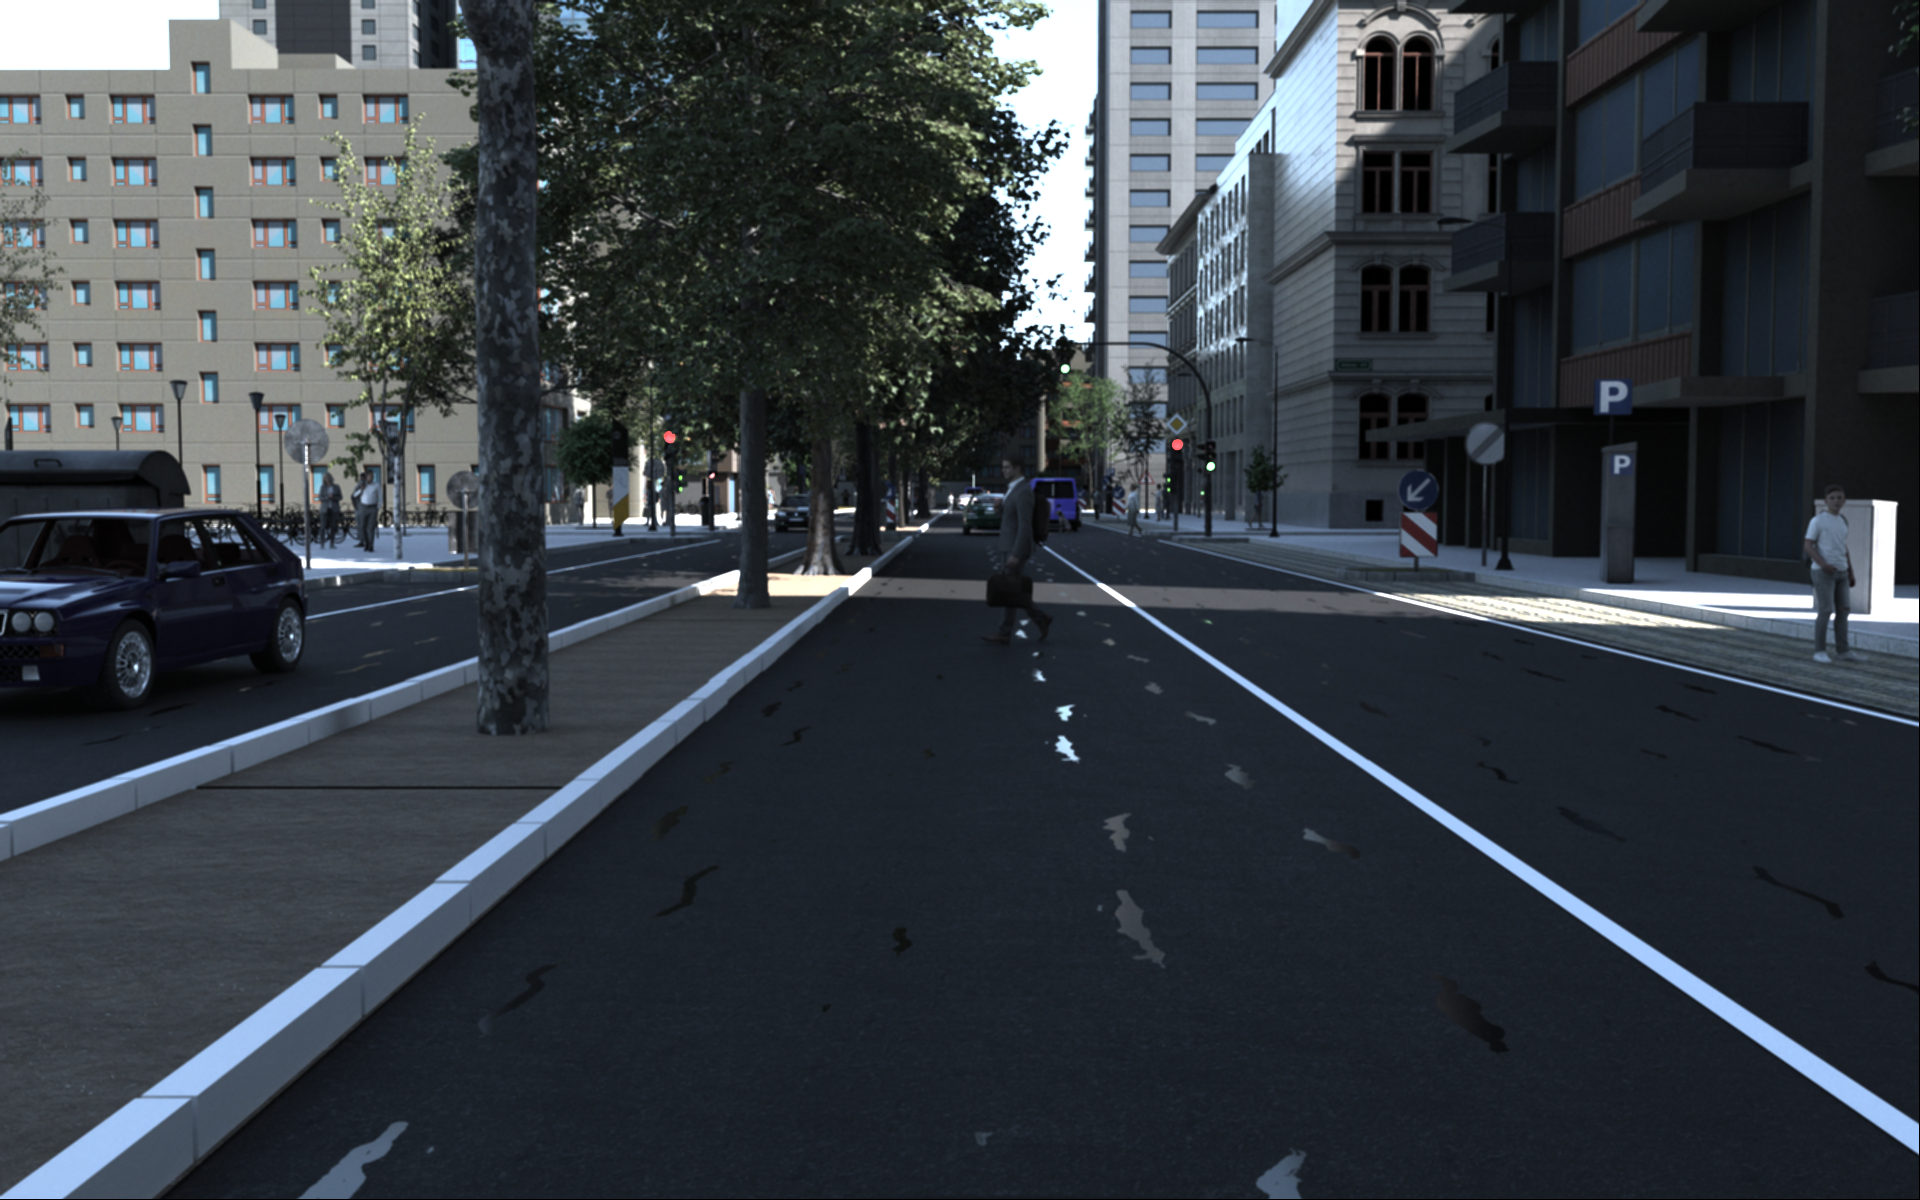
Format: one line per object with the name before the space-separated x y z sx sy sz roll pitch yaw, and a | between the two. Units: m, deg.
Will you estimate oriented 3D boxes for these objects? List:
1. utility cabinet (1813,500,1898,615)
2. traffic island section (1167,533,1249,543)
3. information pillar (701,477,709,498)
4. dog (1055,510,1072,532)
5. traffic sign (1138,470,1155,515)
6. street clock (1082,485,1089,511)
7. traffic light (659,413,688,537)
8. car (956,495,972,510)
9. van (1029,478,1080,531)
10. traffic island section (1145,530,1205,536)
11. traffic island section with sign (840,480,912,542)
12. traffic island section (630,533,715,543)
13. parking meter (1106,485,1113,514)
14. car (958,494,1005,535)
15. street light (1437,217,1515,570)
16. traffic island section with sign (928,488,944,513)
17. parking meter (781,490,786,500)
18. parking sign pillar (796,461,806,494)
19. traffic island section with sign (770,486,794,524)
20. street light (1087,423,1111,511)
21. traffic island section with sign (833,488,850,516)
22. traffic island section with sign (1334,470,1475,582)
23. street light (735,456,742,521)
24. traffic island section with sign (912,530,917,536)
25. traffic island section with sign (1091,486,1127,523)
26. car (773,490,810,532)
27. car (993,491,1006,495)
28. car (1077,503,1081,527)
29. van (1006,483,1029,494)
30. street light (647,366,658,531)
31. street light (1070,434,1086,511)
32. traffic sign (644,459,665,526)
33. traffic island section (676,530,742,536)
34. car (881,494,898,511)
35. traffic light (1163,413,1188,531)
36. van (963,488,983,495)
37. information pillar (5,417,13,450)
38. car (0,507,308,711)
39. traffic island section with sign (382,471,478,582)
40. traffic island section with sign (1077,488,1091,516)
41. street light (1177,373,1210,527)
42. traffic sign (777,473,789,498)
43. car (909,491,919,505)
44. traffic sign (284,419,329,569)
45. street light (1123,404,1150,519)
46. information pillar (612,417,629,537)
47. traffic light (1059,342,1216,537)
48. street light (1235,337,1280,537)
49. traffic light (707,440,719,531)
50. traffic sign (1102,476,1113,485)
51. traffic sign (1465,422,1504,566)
utility cabinet | 9.724 -0.469 18.838 0.306 1.237 1.020 0 4 -6
traffic island section | 7.474 -1.822 52.073 2.009 0.180 2.903 0 4 0
information pillar | -11.152 -4.385 76.190 0.304 2.012 0.304 2 4 29
dog | 4.001 -2.937 64.864 0.800 0.831 0.513 3 5 42
traffic sign | 9.786 -5.569 91.051 0.884 2.594 0.081 0 4 5
street clock | 9.634 -7.856 133.009 0.471 2.002 0.358 0 4 5
traffic light | -8.627 -3.858 52.004 0.839 4.253 0.868 0 4 0
car | 0.667 -8.782 155.942 2.083 1.381 4.827 0 4 0
van | 3.612 -3.922 68.503 2.240 2.365 5.245 0 4 0
traffic island section | 7.505 -2.311 60.058 2.009 0.180 2.903 0 4 0
traffic island section with sign | -2.550 -2.704 52.350 2.006 1.907 1.989 0 4 0
traffic island section | -8.667 -1.826 52.139 2.009 0.180 2.903 0 4 0
parking meter | 9.566 -6.416 110.614 0.399 1.863 0.255 3 5 41
car | 1.012 -3.065 61.912 2.131 1.459 4.920 0 4 0
street light | 8.679 -3.463 29.159 1.470 5.913 1.316 0 4 0
traffic island section with sign | -2.236 -7.753 134.895 2.006 1.907 1.989 0 4 0
parking meter | -10.991 -6.119 108.464 0.372 1.533 0.369 0 3 0
parking sign pillar | -10.526 -7.716 114.629 1.447 3.967 1.447 0 4 4
traffic island section with sign | -8.207 -4.661 84.839 1.989 1.847 2.006 0 4 0
street light | 9.215 -8.565 112.580 1.470 5.913 1.316 0 4 0
traffic island section with sign | -8.115 -6.310 111.794 1.989 1.847 2.006 0 4 0
traffic island section with sign | 7.382 -1.250 29.066 1.989 1.847 2.006 0 4 0
street light | -9.992 -6.708 82.223 1.470 5.913 1.316 0 4 0
traffic island section with sign | -2.512 -3.157 59.757 2.006 1.907 1.989 0 4 0
traffic island section with sign | 7.614 -4.678 85.110 1.989 1.847 2.006 0 4 0
car | -6.130 -3.473 66.573 2.009 1.686 4.222 0 4 -1
car | 4.733 -12.063 205.899 2.281 1.827 5.304 0 4 -1
car | 4.381 -3.957 77.053 2.083 1.381 4.827 0 4 0
van | 3.791 -5.801 99.223 2.240 2.365 5.245 0 4 0
street light | -10.121 -5.342 59.886 1.470 5.913 1.316 0 4 0
street light | 9.225 -9.932 134.922 1.470 5.913 1.316 0 4 0
traffic sign | -10.945 -3.793 62.118 0.768 2.556 0.104 0 4 1
traffic island section | -8.636 -2.315 60.124 2.009 0.180 2.903 0 4 0
car | -5.016 -7.097 127.828 2.131 1.459 4.920 0 4 2
traffic light | 7.465 -4.344 59.944 0.839 4.253 0.868 0 4 0
van | 1.371 -9.727 163.420 2.240 2.365 5.245 0 4 1
information pillar | -28.870 -3.749 52.643 0.183 3.616 0.504 -3 5 -44
car | -6.298 -0.008 12.712 1.945 1.354 3.894 0 4 2
traffic island section with sign | -8.419 -1.254 29.136 1.989 1.847 2.006 0 4 0
traffic island section with sign | 7.719 -6.350 112.449 1.989 1.847 2.006 0 4 0
street light | 9.013 -5.747 66.500 1.470 5.913 1.316 0 4 0
traffic sign | -10.932 -6.545 107.110 0.768 2.556 0.104 1 4 10
car | -5.345 -11.796 201.542 2.281 1.827 5.304 0 4 -1
traffic sign | -11.100 -1.793 29.425 0.768 2.556 0.104 0 4 1
street light | 9.131 -7.156 89.540 1.470 5.913 1.316 0 4 0
information pillar | -10.266 -3.730 52.344 0.504 3.616 0.183 -1 4 -9
traffic light | 5.342 -4.719 51.826 4.771 5.953 1.251 0 4 0
street light | 8.839 -4.828 51.486 1.470 5.913 1.316 0 4 0
traffic light | -6.504 -5.220 60.016 4.771 5.953 1.251 0 4 0
traffic sign | 10.103 -7.248 118.609 0.768 2.556 0.104 0 4 8
traffic sign | 9.333 -1.875 30.768 0.768 2.556 0.104 0 4 4
